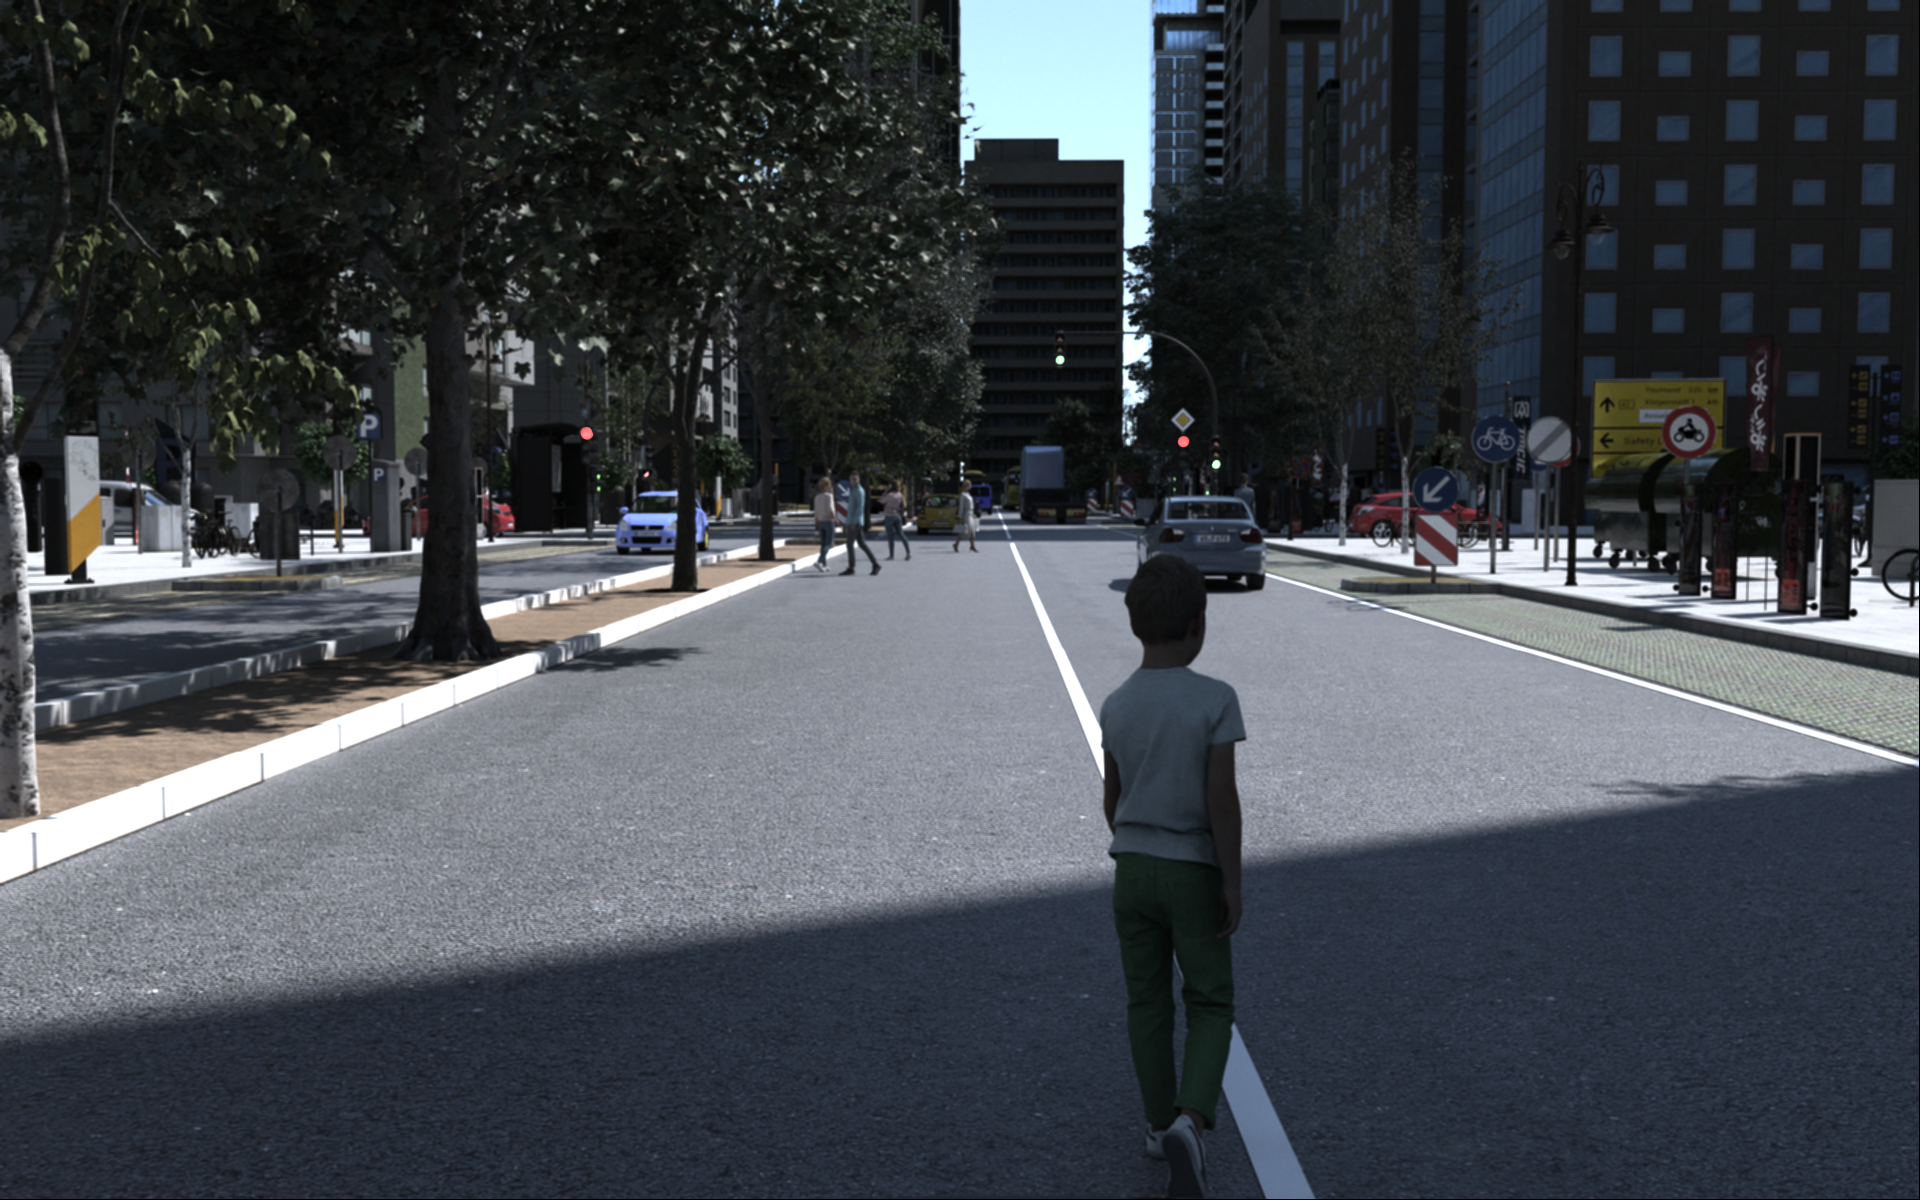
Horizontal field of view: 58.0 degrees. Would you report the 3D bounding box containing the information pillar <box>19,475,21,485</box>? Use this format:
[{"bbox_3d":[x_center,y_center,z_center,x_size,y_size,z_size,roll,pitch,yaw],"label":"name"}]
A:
[{"bbox_3d":[-33.364,-3.466,61.157,0.304,2.012,0.304,0,4,-8],"label":"information pillar"}]

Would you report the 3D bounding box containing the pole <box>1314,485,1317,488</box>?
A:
[{"bbox_3d":[23.527,-7.388,114.631,0.158,3.312,0.155,0,3,0],"label":"pole"}]

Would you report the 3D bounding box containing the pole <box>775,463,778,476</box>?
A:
[{"bbox_3d":[-12.056,-7.331,113.704,0.158,3.312,0.155,0,3,0],"label":"pole"}]

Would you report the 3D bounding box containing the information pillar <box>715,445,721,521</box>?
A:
[{"bbox_3d":[-11.467,-5.555,82.177,0.183,3.616,0.504,1,4,14],"label":"information pillar"}]

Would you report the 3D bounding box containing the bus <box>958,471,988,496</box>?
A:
[{"bbox_3d":[1.336,-11.630,181.692,2.896,3.916,12.252,0,4,3],"label":"bus"}]

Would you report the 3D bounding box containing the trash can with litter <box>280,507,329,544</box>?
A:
[{"bbox_3d":[-17.566,-2.077,45.014,1.678,1.210,2.233,-3,5,-42],"label":"trash can with litter"}]

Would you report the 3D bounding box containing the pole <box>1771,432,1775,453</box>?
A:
[{"bbox_3d":[21.667,-3.211,46.335,0.158,3.312,0.155,0,3,0],"label":"pole"}]

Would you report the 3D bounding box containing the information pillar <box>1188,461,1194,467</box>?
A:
[{"bbox_3d":[15.013,-7.427,112.779,0.504,3.616,0.183,-1,4,-14],"label":"information pillar"}]

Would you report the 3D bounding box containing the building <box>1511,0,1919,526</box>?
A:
[{"bbox_3d":[30.903,-25.967,74.664,14.200,45.320,14.600,0,4,1],"label":"building"}]

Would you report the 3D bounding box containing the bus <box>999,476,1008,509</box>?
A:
[{"bbox_3d":[5.383,-10.509,166.685,2.948,3.499,13.247,0,4,0],"label":"bus"}]

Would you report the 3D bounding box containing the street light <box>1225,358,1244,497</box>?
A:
[{"bbox_3d":[9.310,-5.265,58.868,0.468,5.910,1.993,0,4,1],"label":"street light"}]

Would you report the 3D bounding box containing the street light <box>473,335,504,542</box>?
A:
[{"bbox_3d":[-12.523,-4.483,46.080,0.468,5.910,1.993,0,4,1],"label":"street light"}]

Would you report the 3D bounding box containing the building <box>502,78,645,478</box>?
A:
[{"bbox_3d":[-34.892,-43.002,141.330,20.563,71.187,20.611,0,4,1],"label":"building"}]

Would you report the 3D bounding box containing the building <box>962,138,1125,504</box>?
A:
[{"bbox_3d":[11.212,-37.627,238.895,21.600,48.544,21.300,0,4,1],"label":"building"}]

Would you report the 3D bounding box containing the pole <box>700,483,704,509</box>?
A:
[{"bbox_3d":[-14.977,-6.532,100.642,0.158,3.312,0.155,0,3,0],"label":"pole"}]

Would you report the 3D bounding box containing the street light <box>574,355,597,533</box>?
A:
[{"bbox_3d":[-12.303,-5.154,57.060,0.468,5.910,1.993,0,4,1],"label":"street light"}]

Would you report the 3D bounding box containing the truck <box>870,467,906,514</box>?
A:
[{"bbox_3d":[-5.478,-7.918,125.387,3.469,3.379,9.791,0,4,0],"label":"truck"}]

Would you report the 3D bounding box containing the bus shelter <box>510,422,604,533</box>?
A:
[{"bbox_3d":[-13.859,-4.198,59.921,1.731,3.624,6.357,0,4,1],"label":"bus shelter"}]

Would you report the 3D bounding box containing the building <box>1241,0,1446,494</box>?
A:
[{"bbox_3d":[32.433,-30.594,150.328,14.600,45.320,14.200,0,4,1],"label":"building"}]

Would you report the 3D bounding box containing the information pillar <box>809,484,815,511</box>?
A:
[{"bbox_3d":[-10.926,-7.551,127.944,0.304,2.012,0.304,-2,4,-29],"label":"information pillar"}]

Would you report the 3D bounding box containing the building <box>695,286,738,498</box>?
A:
[{"bbox_3d":[-31.536,-25.406,187.085,14.107,30.474,14.160,0,4,1],"label":"building"}]

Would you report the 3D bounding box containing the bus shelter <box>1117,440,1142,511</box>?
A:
[{"bbox_3d":[12.410,-9.077,126.035,2.179,5.291,8.768,0,4,1],"label":"bus shelter"}]

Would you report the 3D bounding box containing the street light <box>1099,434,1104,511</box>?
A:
[{"bbox_3d":[10.617,-9.638,130.371,0.468,5.910,1.993,0,4,1],"label":"street light"}]

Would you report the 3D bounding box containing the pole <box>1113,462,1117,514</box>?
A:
[{"bbox_3d":[9.923,-7.164,110.977,0.158,3.312,0.155,0,3,0],"label":"pole"}]

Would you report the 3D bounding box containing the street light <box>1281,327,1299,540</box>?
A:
[{"bbox_3d":[9.180,-4.596,47.939,0.468,5.910,1.993,0,4,1],"label":"street light"}]

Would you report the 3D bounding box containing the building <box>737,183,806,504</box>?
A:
[{"bbox_3d":[-35.475,-35.819,240.258,28.867,44.769,22.147,0,4,1],"label":"building"}]

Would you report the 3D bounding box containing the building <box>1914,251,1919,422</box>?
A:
[{"bbox_3d":[61.457,-32.902,79.951,28.212,58.520,21.231,0,4,1],"label":"building"}]

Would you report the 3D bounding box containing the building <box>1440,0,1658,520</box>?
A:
[{"bbox_3d":[30.561,-27.609,101.512,14.600,45.320,14.200,0,4,1],"label":"building"}]

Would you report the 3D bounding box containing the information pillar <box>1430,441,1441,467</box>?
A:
[{"bbox_3d":[20.670,-5.137,75.342,0.504,3.616,0.183,-1,4,-17],"label":"information pillar"}]

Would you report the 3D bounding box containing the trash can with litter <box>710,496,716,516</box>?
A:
[{"bbox_3d":[-14.212,-5.510,101.471,1.055,1.170,0.624,-1,4,-19],"label":"trash can with litter"}]

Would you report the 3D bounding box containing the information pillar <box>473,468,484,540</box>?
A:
[{"bbox_3d":[-13.558,-2.688,48.448,0.304,2.012,0.304,1,4,23],"label":"information pillar"}]

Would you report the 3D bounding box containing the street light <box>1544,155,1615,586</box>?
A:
[{"bbox_3d":[8.570,-3.139,24.108,0.468,5.910,1.993,0,4,1],"label":"street light"}]

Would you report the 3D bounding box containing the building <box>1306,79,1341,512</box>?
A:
[{"bbox_3d":[31.859,-21.551,124.058,14.160,30.474,14.107,0,4,1],"label":"building"}]

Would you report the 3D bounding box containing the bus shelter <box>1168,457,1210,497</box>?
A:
[{"bbox_3d":[12.939,-6.322,97.286,2.014,3.302,5.546,0,4,1],"label":"bus shelter"}]

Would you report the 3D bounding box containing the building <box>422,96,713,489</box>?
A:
[{"bbox_3d":[-38.892,-35.274,165.976,28.713,52.752,27.495,0,4,1],"label":"building"}]

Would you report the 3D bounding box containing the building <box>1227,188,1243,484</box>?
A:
[{"bbox_3d":[32.502,-24.078,165.371,14.160,30.474,14.107,0,4,1],"label":"building"}]

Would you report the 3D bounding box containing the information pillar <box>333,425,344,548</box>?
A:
[{"bbox_3d":[-14.862,-3.060,41.382,0.183,3.616,0.504,0,4,-6],"label":"information pillar"}]

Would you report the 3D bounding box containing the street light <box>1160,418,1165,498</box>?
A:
[{"bbox_3d":[9.753,-6.723,82.703,0.468,5.910,1.993,0,4,1],"label":"street light"}]

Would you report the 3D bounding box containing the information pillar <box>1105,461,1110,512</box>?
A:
[{"bbox_3d":[10.451,-8.023,122.533,0.183,3.616,0.504,2,4,29],"label":"information pillar"}]

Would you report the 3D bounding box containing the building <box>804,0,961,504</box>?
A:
[{"bbox_3d":[-10.286,-48.945,238.507,20.611,71.187,20.563,0,4,1],"label":"building"}]

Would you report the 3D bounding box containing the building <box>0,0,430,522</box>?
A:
[{"bbox_3d":[-32.927,-24.047,76.759,14.154,41.232,14.086,0,4,1],"label":"building"}]

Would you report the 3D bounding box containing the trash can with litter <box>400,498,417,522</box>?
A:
[{"bbox_3d":[-15.327,-2.179,47.007,1.055,1.170,0.624,-3,5,-42],"label":"trash can with litter"}]

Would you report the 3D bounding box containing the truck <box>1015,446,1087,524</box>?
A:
[{"bbox_3d":[4.707,-6.198,91.094,2.967,4.110,18.799,0,4,0],"label":"truck"}]

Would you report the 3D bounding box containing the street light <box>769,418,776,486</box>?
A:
[{"bbox_3d":[-11.456,-8.113,105.438,0.468,5.910,1.993,0,4,1],"label":"street light"}]

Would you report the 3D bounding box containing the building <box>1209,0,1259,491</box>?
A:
[{"bbox_3d":[36.891,-45.451,181.380,20.563,71.187,20.611,0,4,1],"label":"building"}]

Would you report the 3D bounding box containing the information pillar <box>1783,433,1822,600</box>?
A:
[{"bbox_3d":[10.198,-1.011,21.024,0.304,2.012,0.304,0,4,-5],"label":"information pillar"}]

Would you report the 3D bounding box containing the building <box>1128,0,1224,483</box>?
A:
[{"bbox_3d":[37.913,-56.626,238.502,31.000,86.520,22.319,0,4,1],"label":"building"}]

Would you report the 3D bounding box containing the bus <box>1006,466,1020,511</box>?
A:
[{"bbox_3d":[5.396,-9.766,151.224,2.896,3.916,12.252,0,4,2],"label":"bus"}]

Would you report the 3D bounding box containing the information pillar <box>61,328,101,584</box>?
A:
[{"bbox_3d":[-12.580,-2.045,24.783,0.183,3.616,0.504,2,4,30],"label":"information pillar"}]

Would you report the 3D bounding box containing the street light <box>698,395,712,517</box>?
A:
[{"bbox_3d":[-11.972,-6.638,81.325,0.468,5.910,1.993,0,4,1],"label":"street light"}]

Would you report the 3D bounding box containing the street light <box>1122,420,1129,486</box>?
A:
[{"bbox_3d":[10.182,-8.180,106.537,0.468,5.910,1.993,0,4,1],"label":"street light"}]
